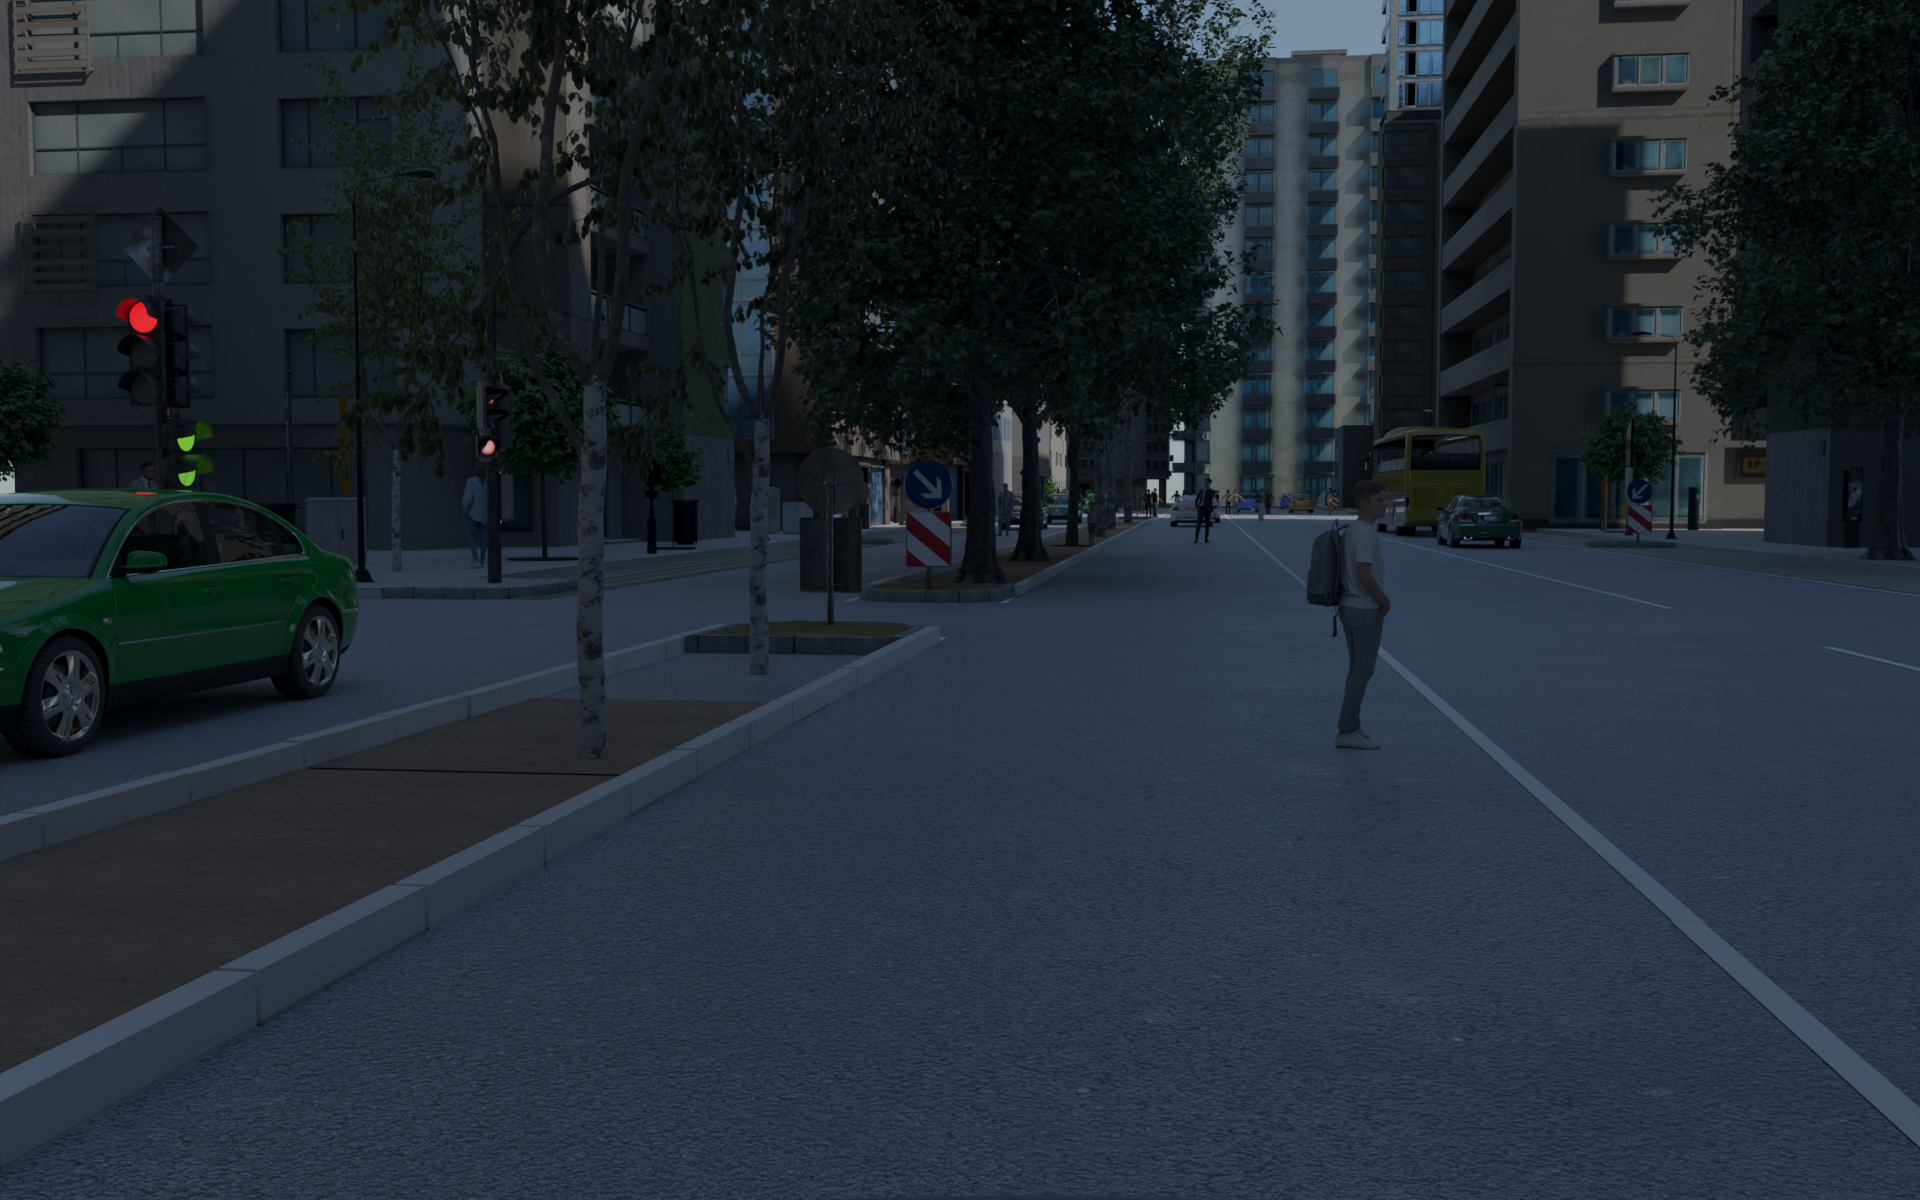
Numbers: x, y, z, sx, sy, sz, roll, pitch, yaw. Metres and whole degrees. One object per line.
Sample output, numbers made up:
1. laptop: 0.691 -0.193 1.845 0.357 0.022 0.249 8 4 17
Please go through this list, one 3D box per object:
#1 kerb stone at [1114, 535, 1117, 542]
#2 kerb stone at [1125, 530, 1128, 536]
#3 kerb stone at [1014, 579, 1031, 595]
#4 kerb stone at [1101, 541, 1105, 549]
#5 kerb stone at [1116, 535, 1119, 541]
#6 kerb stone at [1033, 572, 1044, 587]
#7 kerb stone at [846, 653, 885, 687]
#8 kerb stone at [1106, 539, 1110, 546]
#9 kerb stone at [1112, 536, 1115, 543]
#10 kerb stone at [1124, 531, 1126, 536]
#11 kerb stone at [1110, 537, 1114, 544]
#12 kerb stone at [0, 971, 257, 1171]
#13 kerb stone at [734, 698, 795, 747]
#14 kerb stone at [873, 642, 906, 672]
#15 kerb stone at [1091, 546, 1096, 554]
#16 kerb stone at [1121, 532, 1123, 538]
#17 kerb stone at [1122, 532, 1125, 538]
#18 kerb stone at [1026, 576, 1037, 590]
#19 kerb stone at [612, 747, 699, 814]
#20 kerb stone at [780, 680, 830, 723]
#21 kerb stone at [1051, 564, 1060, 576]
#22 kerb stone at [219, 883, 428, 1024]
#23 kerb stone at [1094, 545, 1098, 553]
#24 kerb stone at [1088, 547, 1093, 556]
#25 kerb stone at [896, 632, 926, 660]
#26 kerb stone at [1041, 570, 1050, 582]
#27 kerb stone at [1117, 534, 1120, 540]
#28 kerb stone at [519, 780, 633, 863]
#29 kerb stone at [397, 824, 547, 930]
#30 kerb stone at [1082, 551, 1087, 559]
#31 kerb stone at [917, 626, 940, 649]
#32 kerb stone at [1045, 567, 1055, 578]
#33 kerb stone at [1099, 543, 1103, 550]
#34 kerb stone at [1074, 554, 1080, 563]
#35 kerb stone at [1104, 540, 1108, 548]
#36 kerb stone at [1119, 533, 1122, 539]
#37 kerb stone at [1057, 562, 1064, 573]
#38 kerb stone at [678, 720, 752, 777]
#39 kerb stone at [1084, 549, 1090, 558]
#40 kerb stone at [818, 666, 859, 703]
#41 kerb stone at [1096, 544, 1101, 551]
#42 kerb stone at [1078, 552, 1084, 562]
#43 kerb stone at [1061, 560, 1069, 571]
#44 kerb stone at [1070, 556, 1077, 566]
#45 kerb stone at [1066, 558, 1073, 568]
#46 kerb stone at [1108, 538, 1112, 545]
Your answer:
1. kerb stone: 4.410 -1.719 50.367 0.120 0.150 1.000 0 4 8
2. kerb stone: 5.404 -2.158 57.478 0.120 0.150 1.000 0 4 8
3. kerb stone: 0.877 -0.171 24.992 0.120 0.150 1.000 0 4 8
4. kerb stone: 3.564 -1.351 44.282 0.120 0.150 1.000 0 4 8
5. kerb stone: 4.550 -1.785 51.383 0.120 0.150 1.000 0 4 8
6. kerb stone: 1.167 -0.295 27.025 0.120 0.150 1.000 0 4 8
7. kerb stone: -0.747 0.545 13.289 0.120 0.150 1.000 0 4 8
8. kerb stone: 3.847 -1.474 46.317 0.120 0.150 1.000 0 4 8
9. kerb stone: 4.272 -1.659 49.354 0.120 0.150 1.000 0 4 8
10. kerb stone: 5.263 -2.096 56.465 0.120 0.150 1.000 0 4 8
11. kerb stone: 4.133 -1.599 48.341 0.120 0.150 1.000 0 4 8
12. kerb stone: -2.017 1.103 4.161 0.120 0.150 1.000 0 4 8
13. kerb stone: -1.169 0.731 10.250 0.120 0.150 1.000 0 4 8
14. kerb stone: -0.607 0.483 14.304 0.120 0.150 1.000 0 4 8
15. kerb stone: 2.999 -1.103 40.228 0.120 0.150 1.000 0 4 8
16. kerb stone: 4.974 -1.967 54.424 0.120 0.150 1.000 0 4 8
17. kerb stone: 5.114 -2.034 55.446 0.120 0.150 1.000 0 4 8
18. kerb stone: 1.016 -0.231 26.011 0.120 0.150 1.000 0 4 8
19. kerb stone: -1.455 0.860 8.222 0.120 0.150 1.000 0 4 8
20. kerb stone: -1.026 0.669 11.262 0.120 0.150 1.000 0 4 8
21. kerb stone: 1.587 -0.482 30.081 0.120 0.150 1.000 0 4 8
22. kerb stone: -1.878 1.041 5.179 0.120 0.150 1.000 0 4 8
23. kerb stone: 3.145 -1.164 41.240 0.120 0.150 1.000 0 4 8
24. kerb stone: 2.859 -1.041 39.215 0.120 0.150 1.000 0 4 8
25. kerb stone: -0.466 0.421 15.316 0.120 0.150 1.000 0 4 8
26. kerb stone: 1.305 -0.355 28.042 0.120 0.150 1.000 0 4 8
27. kerb stone: 4.690 -1.847 52.399 0.120 0.150 1.000 0 4 8
28. kerb stone: -1.592 0.917 7.206 0.120 0.150 1.000 0 4 8
29. kerb stone: -1.733 0.979 6.190 0.120 0.150 1.000 0 4 8
30. kerb stone: 2.580 -0.917 37.183 0.120 0.150 1.000 0 4 8
31. kerb stone: -0.323 0.363 16.343 0.120 0.150 1.000 0 4 8
32. kerb stone: 1.447 -0.420 29.063 0.120 0.150 1.000 0 4 8
33. kerb stone: 3.421 -1.289 43.269 0.120 0.150 1.000 0 4 8
34. kerb stone: 2.293 -0.792 35.157 0.120 0.150 1.000 0 4 8
35. kerb stone: 3.708 -1.413 45.294 0.120 0.150 1.000 0 4 8
36. kerb stone: 4.837 -1.909 53.411 0.120 0.150 1.000 0 4 8
37. kerb stone: 1.729 -0.539 31.093 0.120 0.150 1.000 0 4 8
38. kerb stone: -1.313 0.793 9.239 0.120 0.150 1.000 0 4 8
39. kerb stone: 2.720 -0.977 38.195 0.120 0.150 1.000 0 4 8
40. kerb stone: -0.892 0.612 12.278 0.120 0.150 1.000 0 4 8
41. kerb stone: 3.277 -1.220 42.254 0.120 0.150 1.000 0 4 8
42. kerb stone: 2.435 -0.853 36.171 0.120 0.150 1.000 0 4 8
43. kerb stone: 1.872 -0.606 32.105 0.120 0.150 1.000 0 4 8
44. kerb stone: 2.153 -0.730 34.141 0.120 0.150 1.000 0 4 8
45. kerb stone: 2.009 -0.668 33.125 0.120 0.150 1.000 0 4 8
46. kerb stone: 3.995 -1.537 47.328 0.120 0.150 1.000 0 4 8
